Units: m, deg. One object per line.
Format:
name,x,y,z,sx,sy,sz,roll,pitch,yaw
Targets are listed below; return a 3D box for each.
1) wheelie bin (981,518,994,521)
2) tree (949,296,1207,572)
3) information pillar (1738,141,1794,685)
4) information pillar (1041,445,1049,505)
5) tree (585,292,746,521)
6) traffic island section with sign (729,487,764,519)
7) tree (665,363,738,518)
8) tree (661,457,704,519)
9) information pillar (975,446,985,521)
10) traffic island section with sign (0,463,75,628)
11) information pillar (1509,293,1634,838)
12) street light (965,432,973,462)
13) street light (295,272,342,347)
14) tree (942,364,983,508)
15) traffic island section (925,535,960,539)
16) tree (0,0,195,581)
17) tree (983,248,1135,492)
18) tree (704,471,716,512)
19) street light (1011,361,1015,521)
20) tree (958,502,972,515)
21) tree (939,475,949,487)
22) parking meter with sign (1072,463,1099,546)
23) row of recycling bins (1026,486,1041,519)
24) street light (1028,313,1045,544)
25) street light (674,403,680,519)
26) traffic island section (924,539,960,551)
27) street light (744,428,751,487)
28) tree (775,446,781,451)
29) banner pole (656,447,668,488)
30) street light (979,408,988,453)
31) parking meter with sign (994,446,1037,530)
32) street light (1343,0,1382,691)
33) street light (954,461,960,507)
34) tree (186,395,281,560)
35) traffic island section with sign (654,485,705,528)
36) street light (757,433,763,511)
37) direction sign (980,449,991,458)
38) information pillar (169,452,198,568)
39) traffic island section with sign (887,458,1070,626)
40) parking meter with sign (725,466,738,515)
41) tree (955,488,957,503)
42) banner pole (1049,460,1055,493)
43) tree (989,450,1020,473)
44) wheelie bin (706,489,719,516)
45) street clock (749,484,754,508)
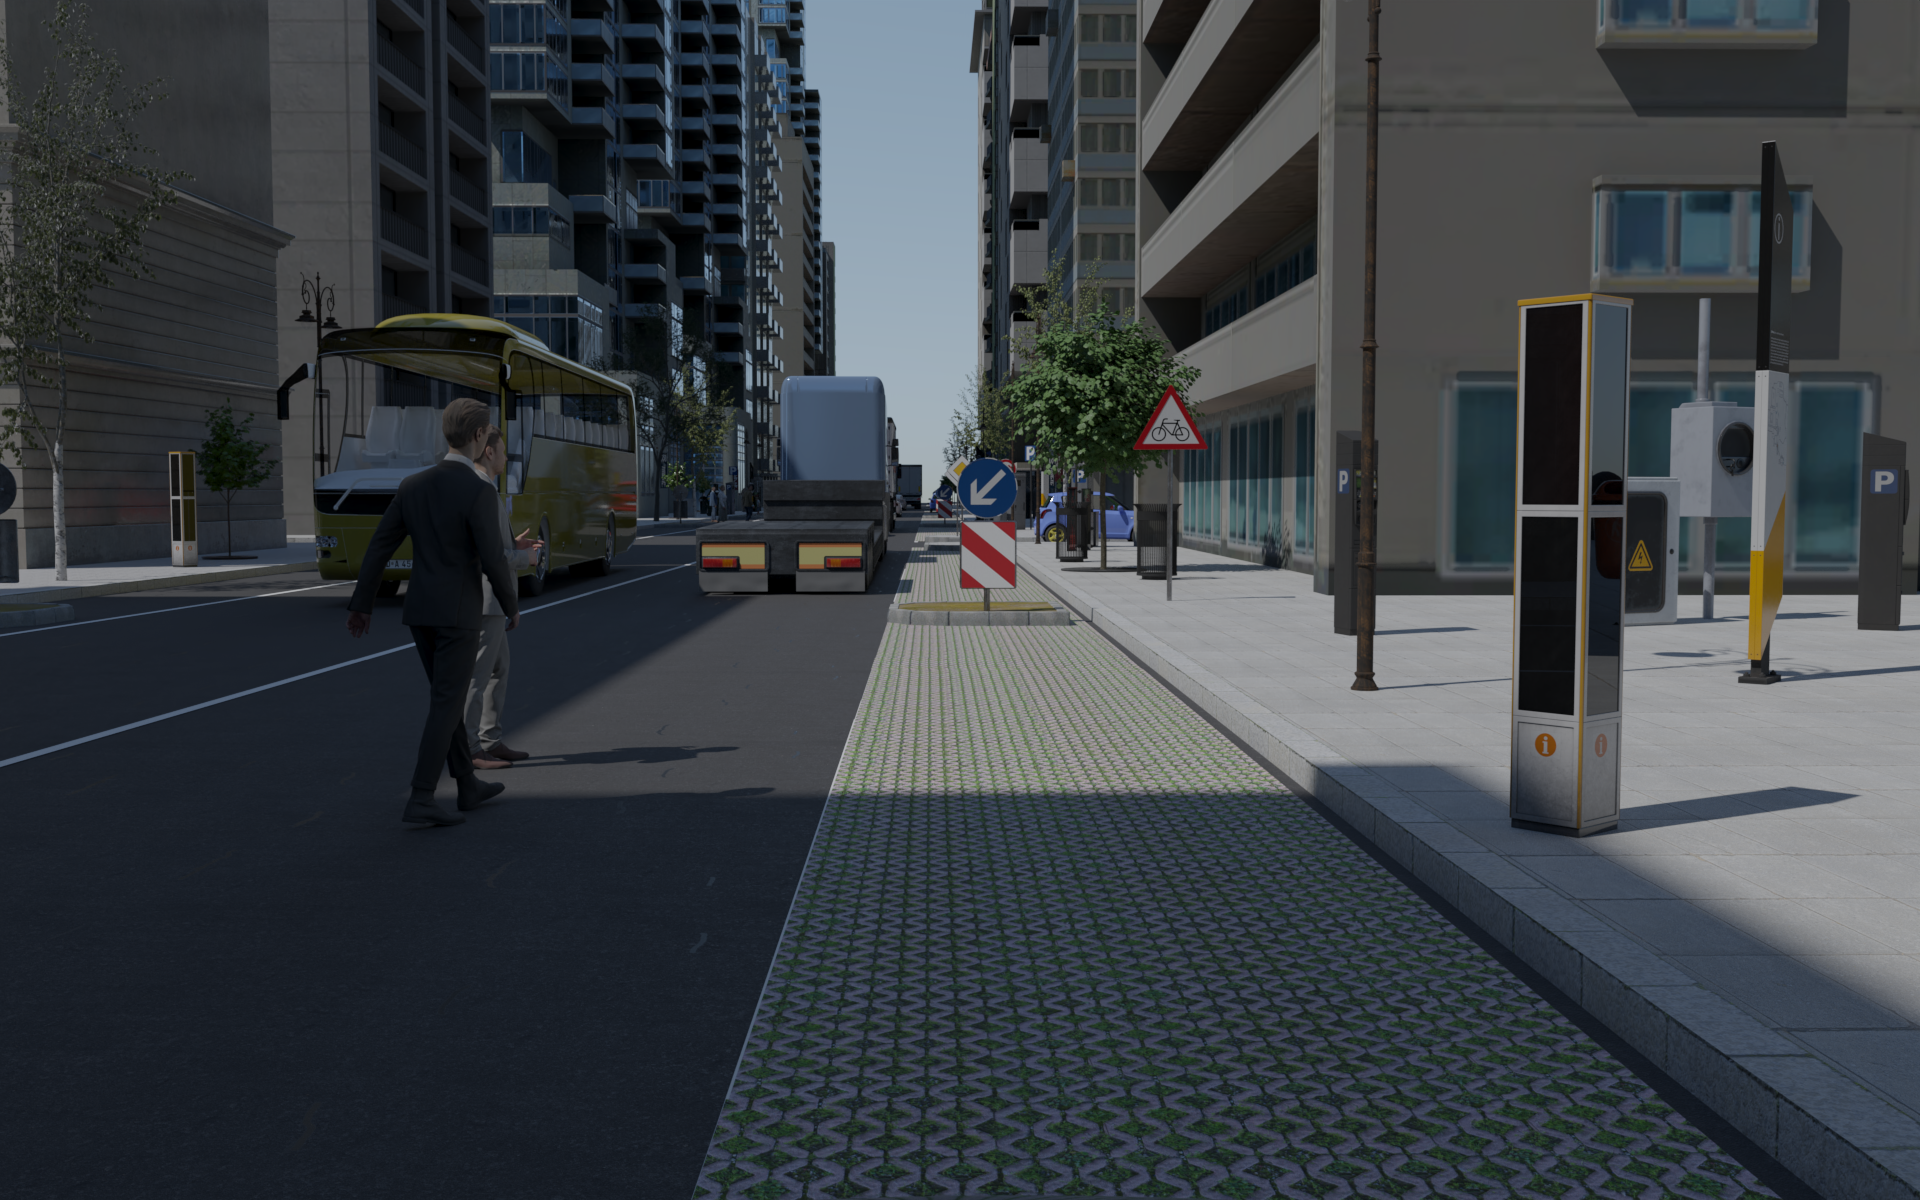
wheelie bin,1.350,-4.500,81.487,0.980,1.594,0.693,0,4,3
tree,2.380,-2.768,28.977,4.285,4.588,4.351,0,3,0
information pillar,5.510,-1.249,11.770,0.183,3.616,0.504,3,5,40
information pillar,3.170,-4.465,64.350,0.183,3.616,0.504,2,4,29
tree,-14.240,-8.946,80.684,8.767,10.594,7.601,0,4,-7
traffic island section with sign,-12.473,-5.680,101.494,1.989,1.847,2.006,0,4,-1
tree,-14.271,-8.810,94.408,4.737,8.622,4.395,0,3,0
tree,-14.575,-5.849,90.233,1.663,3.219,1.824,0,3,0
information pillar,0.966,-5.654,83.797,0.504,3.616,0.183,-2,4,-33
traffic island section with sign,-11.086,-0.649,19.243,1.989,1.847,2.006,0,4,-1
information pillar,2.320,-0.128,6.588,0.304,2.012,0.304,-3,5,-40
street light,0.828,-9.387,126.262,0.468,5.910,1.993,0,4,-1
street light,-13.345,-3.877,36.178,0.468,5.910,1.993,0,4,-1
tree,1.624,-8.975,97.103,4.737,8.622,4.395,0,3,0
traffic island section,-0.058,-1.862,52.727,2.009,0.180,2.903,0,4,-1
tree,-13.531,-4.584,25.314,4.360,8.622,3.978,0,3,0
tree,3.452,-6.271,52.901,4.737,8.622,4.395,0,3,0
tree,-18.482,-7.877,123.385,1.663,3.219,1.824,0,3,0
street light,1.831,-5.342,60.126,0.468,5.910,1.993,0,4,-1
tree,1.067,-6.872,106.953,1.663,3.219,1.824,0,3,0
tree,-1.269,-16.324,250.606,4.285,4.588,4.351,0,3,0
parking meter with sign,2.987,-2.787,41.832,0.543,3.016,1.738,1,4,16
row of recycling bins,2.848,-5.070,90.004,3.534,1.692,1.069,1,4,18
street light,2.004,-4.374,44.297,0.468,5.910,1.993,0,4,-1
street light,-14.258,-7.007,87.349,0.468,5.910,1.993,0,4,-1
traffic island section,0.078,-1.374,44.743,2.009,0.180,2.903,0,4,-1
street light,-14.896,-9.069,121.071,0.468,5.910,1.993,0,4,-1
tree,-16.844,-18.013,204.882,12.009,13.543,11.850,0,3,0
banner pole,-15.819,-6.220,91.711,0.863,3.779,0.401,-3,5,-43
street light,1.251,-7.364,93.193,0.468,5.910,1.993,0,4,-1
parking meter with sign,1.957,-4.022,62.019,1.738,3.016,0.543,-3,5,-42
street light,2.651,-2.348,11.171,0.468,5.910,1.993,0,4,-1
street light,-0.068,-12.118,170.910,0.468,5.910,1.993,0,4,-1
tree,-14.383,-2.411,34.023,1.663,3.219,1.824,0,3,0
traffic island section with sign,-12.030,-4.031,74.543,1.989,1.847,2.006,0,4,-1
street light,-14.909,-9.564,129.157,0.468,5.910,1.993,0,4,-1
direction sign,1.231,-5.840,87.485,0.876,3.537,0.379,-3,5,-39
information pillar,-13.605,-1.581,30.348,0.304,2.012,0.304,2,4,28
traffic island section with sign,0.180,-0.672,19.616,1.989,1.847,2.006,0,4,-1
parking meter with sign,-14.370,-6.843,108.142,0.543,3.016,1.738,1,4,8
tree,-0.484,-16.139,258.478,1.663,3.219,1.824,0,3,0
banner pole,5.074,-6.601,97.944,0.863,3.779,0.401,1,4,14
tree,1.927,-4.973,75.910,1.663,3.219,1.824,0,3,0
wheelie bin,-14.319,-5.670,100.614,0.693,1.594,0.980,1,4,13
street clock,-14.781,-7.228,122.753,0.358,2.002,0.471,-2,4,-33
